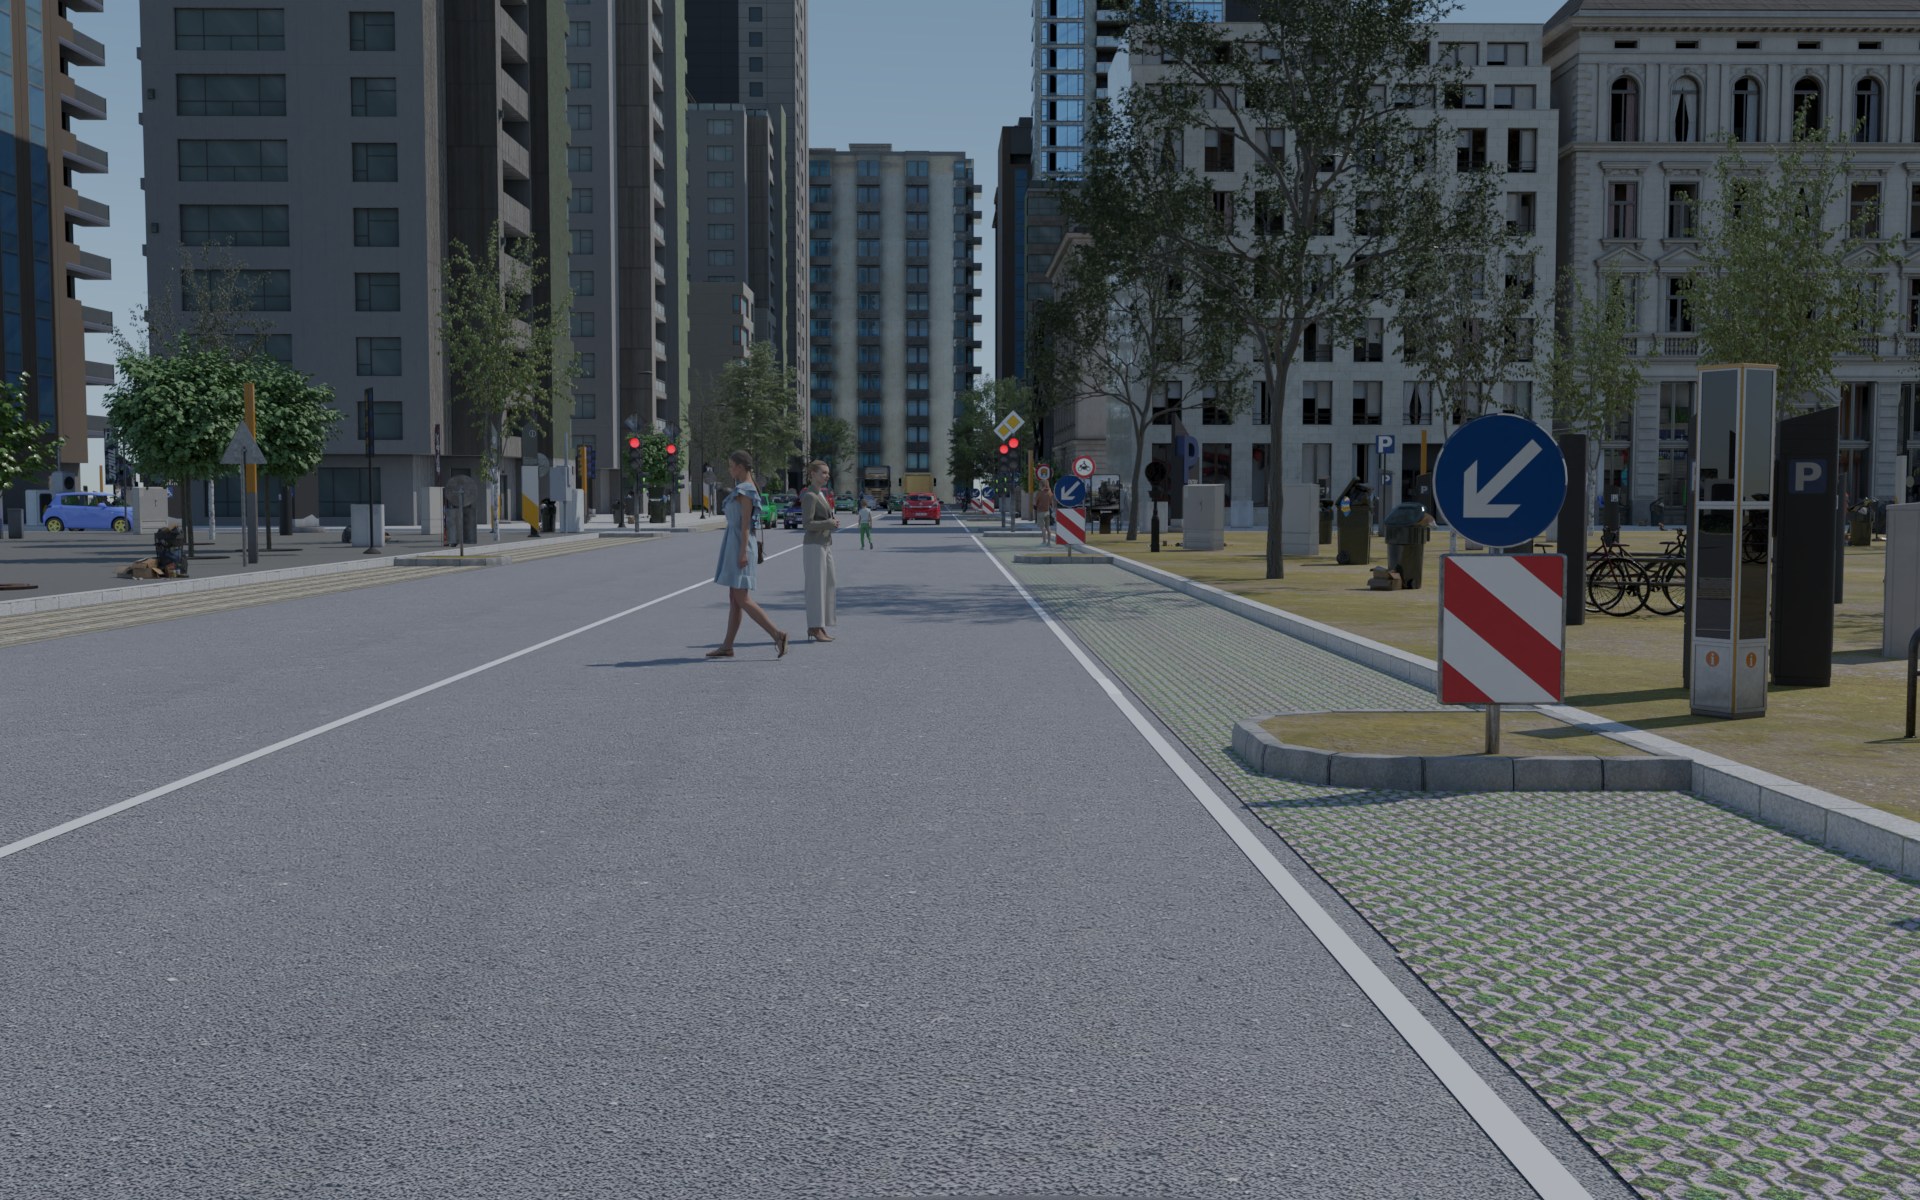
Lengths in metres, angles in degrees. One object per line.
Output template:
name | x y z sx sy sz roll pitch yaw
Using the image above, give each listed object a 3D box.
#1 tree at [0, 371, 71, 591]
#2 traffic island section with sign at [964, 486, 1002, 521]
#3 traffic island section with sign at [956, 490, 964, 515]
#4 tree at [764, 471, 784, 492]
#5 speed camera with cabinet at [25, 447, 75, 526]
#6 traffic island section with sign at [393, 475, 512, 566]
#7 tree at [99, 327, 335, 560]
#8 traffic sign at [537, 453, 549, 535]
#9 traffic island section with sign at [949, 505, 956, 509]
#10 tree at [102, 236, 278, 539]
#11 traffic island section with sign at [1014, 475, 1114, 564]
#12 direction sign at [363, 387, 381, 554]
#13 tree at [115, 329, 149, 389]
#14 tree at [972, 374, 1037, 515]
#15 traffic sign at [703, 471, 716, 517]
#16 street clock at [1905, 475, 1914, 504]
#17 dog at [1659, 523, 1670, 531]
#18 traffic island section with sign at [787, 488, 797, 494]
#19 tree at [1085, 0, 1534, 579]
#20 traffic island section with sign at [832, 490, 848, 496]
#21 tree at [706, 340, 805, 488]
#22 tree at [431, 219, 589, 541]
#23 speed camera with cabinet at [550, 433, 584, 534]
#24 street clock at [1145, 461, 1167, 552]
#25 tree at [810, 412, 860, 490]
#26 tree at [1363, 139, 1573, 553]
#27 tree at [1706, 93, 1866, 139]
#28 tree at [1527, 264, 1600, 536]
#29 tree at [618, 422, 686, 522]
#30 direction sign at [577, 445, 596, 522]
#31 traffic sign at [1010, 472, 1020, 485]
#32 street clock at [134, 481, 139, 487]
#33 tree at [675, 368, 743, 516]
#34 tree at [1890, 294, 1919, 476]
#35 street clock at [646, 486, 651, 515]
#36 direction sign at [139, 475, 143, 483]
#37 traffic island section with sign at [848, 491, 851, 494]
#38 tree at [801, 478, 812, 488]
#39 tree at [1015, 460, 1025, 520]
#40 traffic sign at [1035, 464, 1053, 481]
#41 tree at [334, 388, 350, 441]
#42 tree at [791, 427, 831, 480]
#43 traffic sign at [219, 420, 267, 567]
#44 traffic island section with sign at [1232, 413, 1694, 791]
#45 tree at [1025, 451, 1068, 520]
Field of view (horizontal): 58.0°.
tree | -12.911 -1.759 23.361 1.663 3.219 1.824 0 3 0
traffic island section with sign | 1.341 -5.029 90.857 1.989 1.847 2.006 0 4 -1
traffic island section with sign | 0.929 -6.688 117.974 1.989 1.847 2.006 0 4 -1
tree | -15.050 -8.892 139.979 1.663 3.219 1.824 0 3 0
speed camera with cabinet | -36.649 -4.615 69.794 0.660 3.252 2.038 1 4 16
traffic island section with sign | -10.180 -1.615 35.027 1.989 1.847 2.006 0 4 -1
tree | -15.310 -3.100 34.397 4.285 4.588 4.351 0 3 0
traffic sign | -13.042 -3.261 53.423 0.768 2.556 0.104 1 4 8
traffic island section with sign | 0.196 -9.769 168.345 1.989 1.847 2.006 0 4 -1
tree | -21.407 -6.019 48.778 4.360 8.622 3.978 0 3 0
traffic island section with sign | 2.137 -1.686 36.195 1.989 1.847 2.006 0 4 -1
direction sign | -12.646 -2.761 37.146 0.379 3.537 0.876 -2 4 -28
tree | -35.911 -7.817 78.166 4.737 8.622 4.395 0 3 0
tree | 3.050 -9.576 106.922 4.737 8.622 4.395 0 3 0
traffic sign | -13.726 -5.790 94.778 0.768 2.556 0.104 0 4 1
street clock | 36.686 -3.824 67.095 0.471 2.002 0.358 -1 4 -22
dog | 25.006 -2.533 61.601 0.550 0.427 0.748 1 4 14
traffic island section with sign | -11.380 -6.663 117.564 1.989 1.847 2.006 0 4 -1
tree | 4.513 -5.586 25.743 7.601 10.594 8.767 -3 5 -44
traffic island section with sign | -12.127 -9.739 167.861 1.989 1.847 2.006 0 4 -1
tree | -14.997 -12.809 127.547 7.486 12.596 7.792 0 3 0
tree | -12.595 -5.944 47.542 4.737 8.622 4.395 0 3 0
speed camera with cabinet | -12.921 -3.826 56.892 0.660 3.252 2.038 0 4 3
street clock | 4.307 -2.054 38.161 0.471 2.002 0.358 0 4 2
tree | -16.155 -17.905 218.497 9.928 11.665 9.643 0 3 0
tree | 10.304 -5.223 35.757 4.360 8.622 3.978 0 3 0
tree | 15.634 -5.056 33.025 4.737 8.622 4.395 0 3 0
tree | 19.438 -6.288 53.165 4.737 8.622 4.395 0 3 0
tree | -13.976 -5.828 79.004 4.285 4.588 4.351 0 3 0
direction sign | -17.241 -5.355 79.547 0.379 3.537 0.876 2 4 32
traffic sign | 3.001 -5.923 96.939 0.768 2.556 0.104 0 4 1
street clock | -47.148 -5.785 99.146 0.358 2.002 0.471 -2 4 -30
tree | -14.435 -9.190 100.613 4.360 8.622 3.978 0 3 0
tree | 25.410 -5.648 42.708 4.360 8.622 3.978 0 3 0
street clock | -18.770 -6.117 104.582 0.358 2.002 0.471 -1 4 -10
direction sign | -55.989 -7.769 119.018 0.876 3.537 0.379 1 4 15
traffic island section with sign | -12.536 -11.446 195.772 1.989 1.847 2.006 0 4 -1
tree | -15.271 -11.016 174.712 1.663 3.219 1.824 0 3 0
tree | 3.500 -5.491 84.383 1.663 3.219 1.824 0 3 0
traffic sign | 3.549 -4.464 73.098 0.768 2.556 0.104 0 4 4
tree | -15.564 -3.388 39.102 4.285 4.588 4.351 0 3 0
tree | -16.267 -14.556 188.348 4.360 8.622 3.978 0 3 0
traffic sign | -12.622 -1.865 30.493 0.884 2.594 0.081 0 4 7
traffic island section with sign | 2.523 -0.038 9.243 1.989 1.847 2.006 0 4 -1
tree | 3.968 -5.055 77.256 1.663 3.219 1.824 0 3 0
